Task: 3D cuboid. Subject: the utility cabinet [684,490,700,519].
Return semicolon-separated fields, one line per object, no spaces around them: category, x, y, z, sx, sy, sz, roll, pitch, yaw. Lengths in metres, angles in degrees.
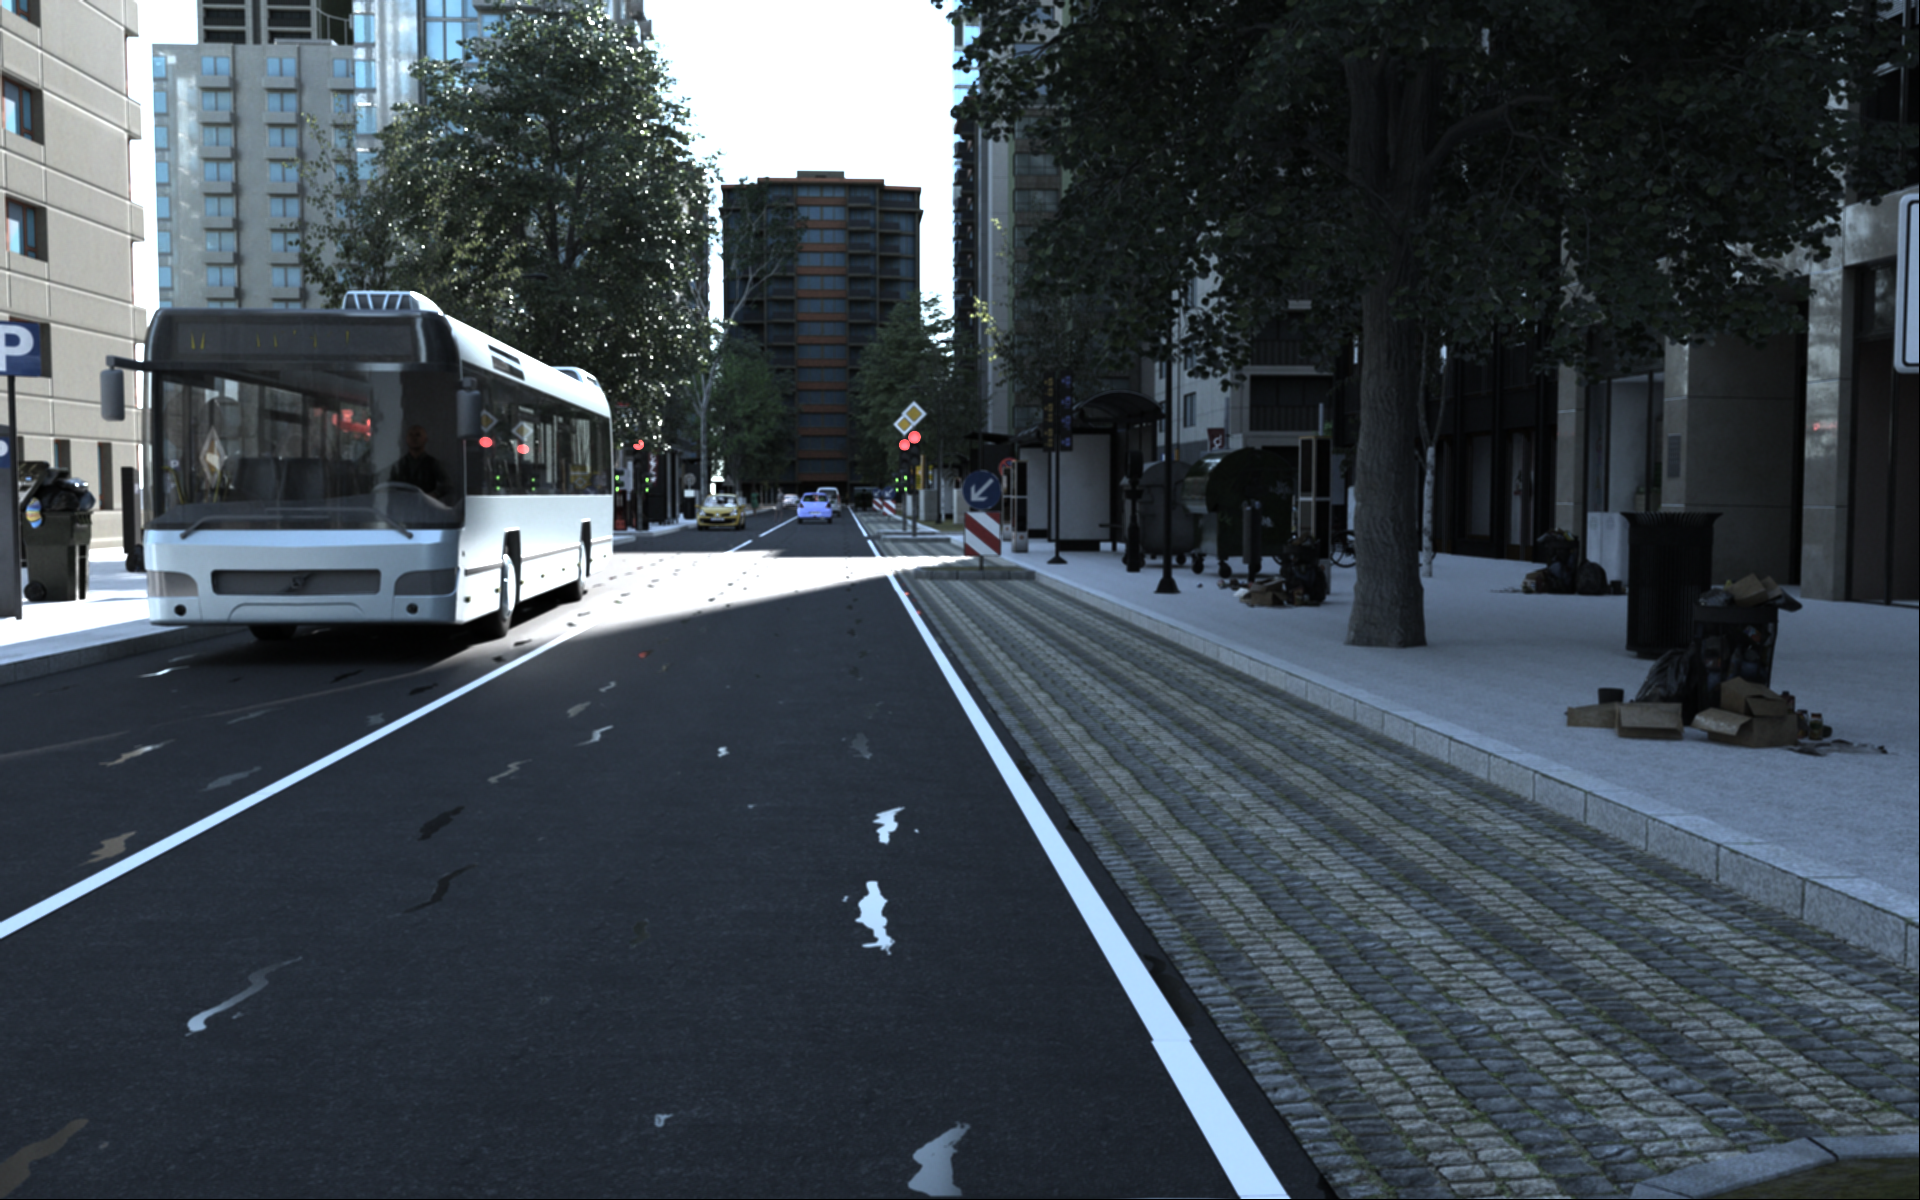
utility cabinet;-13.717;-4.893;88.676;0.318;1.500;1.173;-2;4;-34

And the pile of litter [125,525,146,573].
pile of litter;-13.240;-0.922;29.034;1.176;0.858;1.719;1;4;22

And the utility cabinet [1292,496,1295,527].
utility cabinet;12.776;-3.498;68.352;0.306;1.237;1.020;-2;4;-25

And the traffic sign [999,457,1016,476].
traffic sign;1.722;-3.667;60.060;0.768;2.556;0.104;0;4;4

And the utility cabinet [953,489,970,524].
utility cabinet;0.299;-3.921;72.791;1.173;1.500;0.318;-2;4;-31

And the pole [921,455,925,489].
pole;-1.926;-5.881;89.995;0.158;3.312;0.155;0;3;0

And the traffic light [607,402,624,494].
traffic light;-10.440;-3.829;51.528;0.839;4.253;0.868;0;4;-4

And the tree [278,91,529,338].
tree;-10.568;-5.018;32.407;4.360;8.622;3.978;0;3;0

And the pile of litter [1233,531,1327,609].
pile of litter;3.738;-0.384;20.247;1.176;0.858;1.719;2;4;34

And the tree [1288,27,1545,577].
tree;7.211;-4.677;26.838;4.360;8.622;3.978;0;3;0

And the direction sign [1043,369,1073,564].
direction sign;1.795;-2.440;31.895;0.379;3.537;0.876;-2;4;-33

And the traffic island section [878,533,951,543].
traffic island section;-1.360;-1.835;52.281;2.009;0.180;2.903;0;4;-4

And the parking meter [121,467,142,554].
parking meter;-17.893;-1.939;37.417;0.255;1.863;0.399;0;4;0

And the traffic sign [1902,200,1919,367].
traffic sign;3.511;-0.235;5.974;0.606;2.300;0.079;0;4;5

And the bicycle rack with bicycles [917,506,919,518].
bicycle rack with bicycles;-1.107;-4.866;92.947;2.925;0.926;2.852;-2;4;-32

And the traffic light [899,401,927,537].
traffic light;-1.401;-3.868;52.164;0.839;4.253;0.868;0;4;-4

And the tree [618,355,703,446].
tree;-14.054;-8.010;81.326;4.360;8.622;3.978;0;3;0

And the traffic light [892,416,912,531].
traffic light;-1.949;-4.355;60.130;0.839;4.253;0.868;0;4;-4

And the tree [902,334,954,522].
tree;-0.539;-7.965;80.585;4.360;8.622;3.978;0;3;0

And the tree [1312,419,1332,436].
tree;14.559;-5.002;65.497;4.285;4.588;4.351;0;3;0

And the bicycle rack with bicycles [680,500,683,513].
bicycle rack with bicycles;-18.541;-6.270;115.893;2.925;0.926;2.852;2;4;35

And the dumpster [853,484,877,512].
dumpster;-7.766;-8.411;142.478;1.985;2.255;1.502;0;4;-5

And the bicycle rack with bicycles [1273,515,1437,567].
bicycle rack with bicycles;7.058;-1.085;31.119;2.925;0.926;2.852;1;4;9

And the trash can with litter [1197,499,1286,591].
trash can with litter;4.098;-0.777;23.769;1.678;1.210;2.233;0;4;7

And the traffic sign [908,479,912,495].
traffic sign;-3.180;-6.570;107.529;0.768;2.556;0.104;0;4;3

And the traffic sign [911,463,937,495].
traffic sign;-2.293;-7.119;110.272;2.265;3.308;0.079;0;4;3

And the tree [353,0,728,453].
tree;-10.363;-8.375;43.588;9.857;13.997;8.962;0;3;0

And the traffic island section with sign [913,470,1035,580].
traffic island section with sign;0.205;-1.281;29.567;1.989;1.847;2.006;0;4;-4

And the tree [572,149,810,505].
tree;-15.461;-14.613;94.803;12.611;20.169;13.585;0;3;0

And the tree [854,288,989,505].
tree;-2.296;-10.888;96.139;7.486;12.596;7.792;0;3;0

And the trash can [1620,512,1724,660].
trash can;5.527;-0.113;13.495;0.748;1.137;0.748;0;3;0

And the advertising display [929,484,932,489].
advertising display;-1.510;-6.268;107.697;0.974;1.923;0.123;-3;5;-43

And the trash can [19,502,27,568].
trash can;-16.537;-1.143;30.348;0.748;1.137;0.748;0;3;0

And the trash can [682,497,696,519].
trash can;-13.679;-4.642;87.551;0.748;1.137;0.748;0;3;0

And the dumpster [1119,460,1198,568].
dumpster;3.570;-1.519;30.592;1.264;1.857;1.865;0;4;-4

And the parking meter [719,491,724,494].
parking meter;-17.141;-7.113;124.700;0.372;1.533;0.369;0;3;0

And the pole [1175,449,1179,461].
pole;9.823;-5.176;78.474;0.158;3.312;0.155;0;3;0

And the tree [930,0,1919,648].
tree;3.745;-6.586;14.343;9.857;13.997;8.962;0;3;0

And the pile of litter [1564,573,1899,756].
pile of litter;4.003;0.291;9.200;1.176;0.858;1.719;-1;4;-17

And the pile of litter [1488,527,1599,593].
pile of litter;7.819;-0.520;22.475;1.176;0.858;1.719;-3;5;-45

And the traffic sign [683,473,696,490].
traffic sign;-16.549;-6.479;106.039;0.768;2.556;0.104;0;4;-3

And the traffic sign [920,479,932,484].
traffic sign;-2.138;-6.646;109.852;0.795;2.450;0.064;0;4;2

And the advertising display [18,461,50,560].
advertising display;-18.255;-1.754;33.891;0.974;1.923;0.123;1;4;11

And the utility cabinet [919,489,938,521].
utility cabinet;-1.469;-4.473;81.815;0.318;1.500;1.173;2;4;32

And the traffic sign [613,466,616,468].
traffic sign;-13.478;-4.038;66.132;0.768;2.556;0.104;0;4;0

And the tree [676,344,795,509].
tree;-15.854;-11.893;120.214;9.928;11.665;9.643;0;3;0

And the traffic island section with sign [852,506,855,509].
traffic island section with sign;-8.885;-9.366;161.763;1.989;1.847;2.006;0;4;-4

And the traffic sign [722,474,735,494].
traffic sign;-15.097;-6.906;112.922;0.884;2.594;0.081;0;4;-2

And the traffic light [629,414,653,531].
traffic light;-10.988;-4.316;59.495;0.839;4.253;0.868;0;4;-4

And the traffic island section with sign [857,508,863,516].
traffic island section with sign;-5.481;-6.332;112.157;1.989;1.847;2.006;0;4;-4

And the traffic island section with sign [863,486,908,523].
traffic island section with sign;-3.596;-4.658;84.788;1.989;1.847;2.006;0;4;-4

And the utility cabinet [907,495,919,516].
utility cabinet;-2.740;-5.489;100.902;0.306;1.237;1.020;-2;4;-35

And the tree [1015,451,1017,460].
tree;2.913;-7.578;107.612;4.285;4.588;4.351;0;3;0

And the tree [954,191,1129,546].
tree;2.343;-5.609;42.067;4.360;8.622;3.978;0;3;0

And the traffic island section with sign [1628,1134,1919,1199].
traffic island section with sign;2.068;0.379;2.436;1.989;1.847;2.006;0;4;-4

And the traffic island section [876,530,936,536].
traffic island section;-1.908;-2.322;60.247;2.009;0.180;2.903;0;4;-4

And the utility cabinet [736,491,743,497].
utility cabinet;-16.878;-7.535;131.880;0.318;1.500;1.173;1;4;10

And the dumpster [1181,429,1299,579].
dumpster;4.373;-1.499;27.002;1.502;2.255;1.985;0;4;-4

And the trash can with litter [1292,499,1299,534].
trash can with litter;8.760;-1.944;43.169;1.055;1.170;0.624;-2;4;-31
